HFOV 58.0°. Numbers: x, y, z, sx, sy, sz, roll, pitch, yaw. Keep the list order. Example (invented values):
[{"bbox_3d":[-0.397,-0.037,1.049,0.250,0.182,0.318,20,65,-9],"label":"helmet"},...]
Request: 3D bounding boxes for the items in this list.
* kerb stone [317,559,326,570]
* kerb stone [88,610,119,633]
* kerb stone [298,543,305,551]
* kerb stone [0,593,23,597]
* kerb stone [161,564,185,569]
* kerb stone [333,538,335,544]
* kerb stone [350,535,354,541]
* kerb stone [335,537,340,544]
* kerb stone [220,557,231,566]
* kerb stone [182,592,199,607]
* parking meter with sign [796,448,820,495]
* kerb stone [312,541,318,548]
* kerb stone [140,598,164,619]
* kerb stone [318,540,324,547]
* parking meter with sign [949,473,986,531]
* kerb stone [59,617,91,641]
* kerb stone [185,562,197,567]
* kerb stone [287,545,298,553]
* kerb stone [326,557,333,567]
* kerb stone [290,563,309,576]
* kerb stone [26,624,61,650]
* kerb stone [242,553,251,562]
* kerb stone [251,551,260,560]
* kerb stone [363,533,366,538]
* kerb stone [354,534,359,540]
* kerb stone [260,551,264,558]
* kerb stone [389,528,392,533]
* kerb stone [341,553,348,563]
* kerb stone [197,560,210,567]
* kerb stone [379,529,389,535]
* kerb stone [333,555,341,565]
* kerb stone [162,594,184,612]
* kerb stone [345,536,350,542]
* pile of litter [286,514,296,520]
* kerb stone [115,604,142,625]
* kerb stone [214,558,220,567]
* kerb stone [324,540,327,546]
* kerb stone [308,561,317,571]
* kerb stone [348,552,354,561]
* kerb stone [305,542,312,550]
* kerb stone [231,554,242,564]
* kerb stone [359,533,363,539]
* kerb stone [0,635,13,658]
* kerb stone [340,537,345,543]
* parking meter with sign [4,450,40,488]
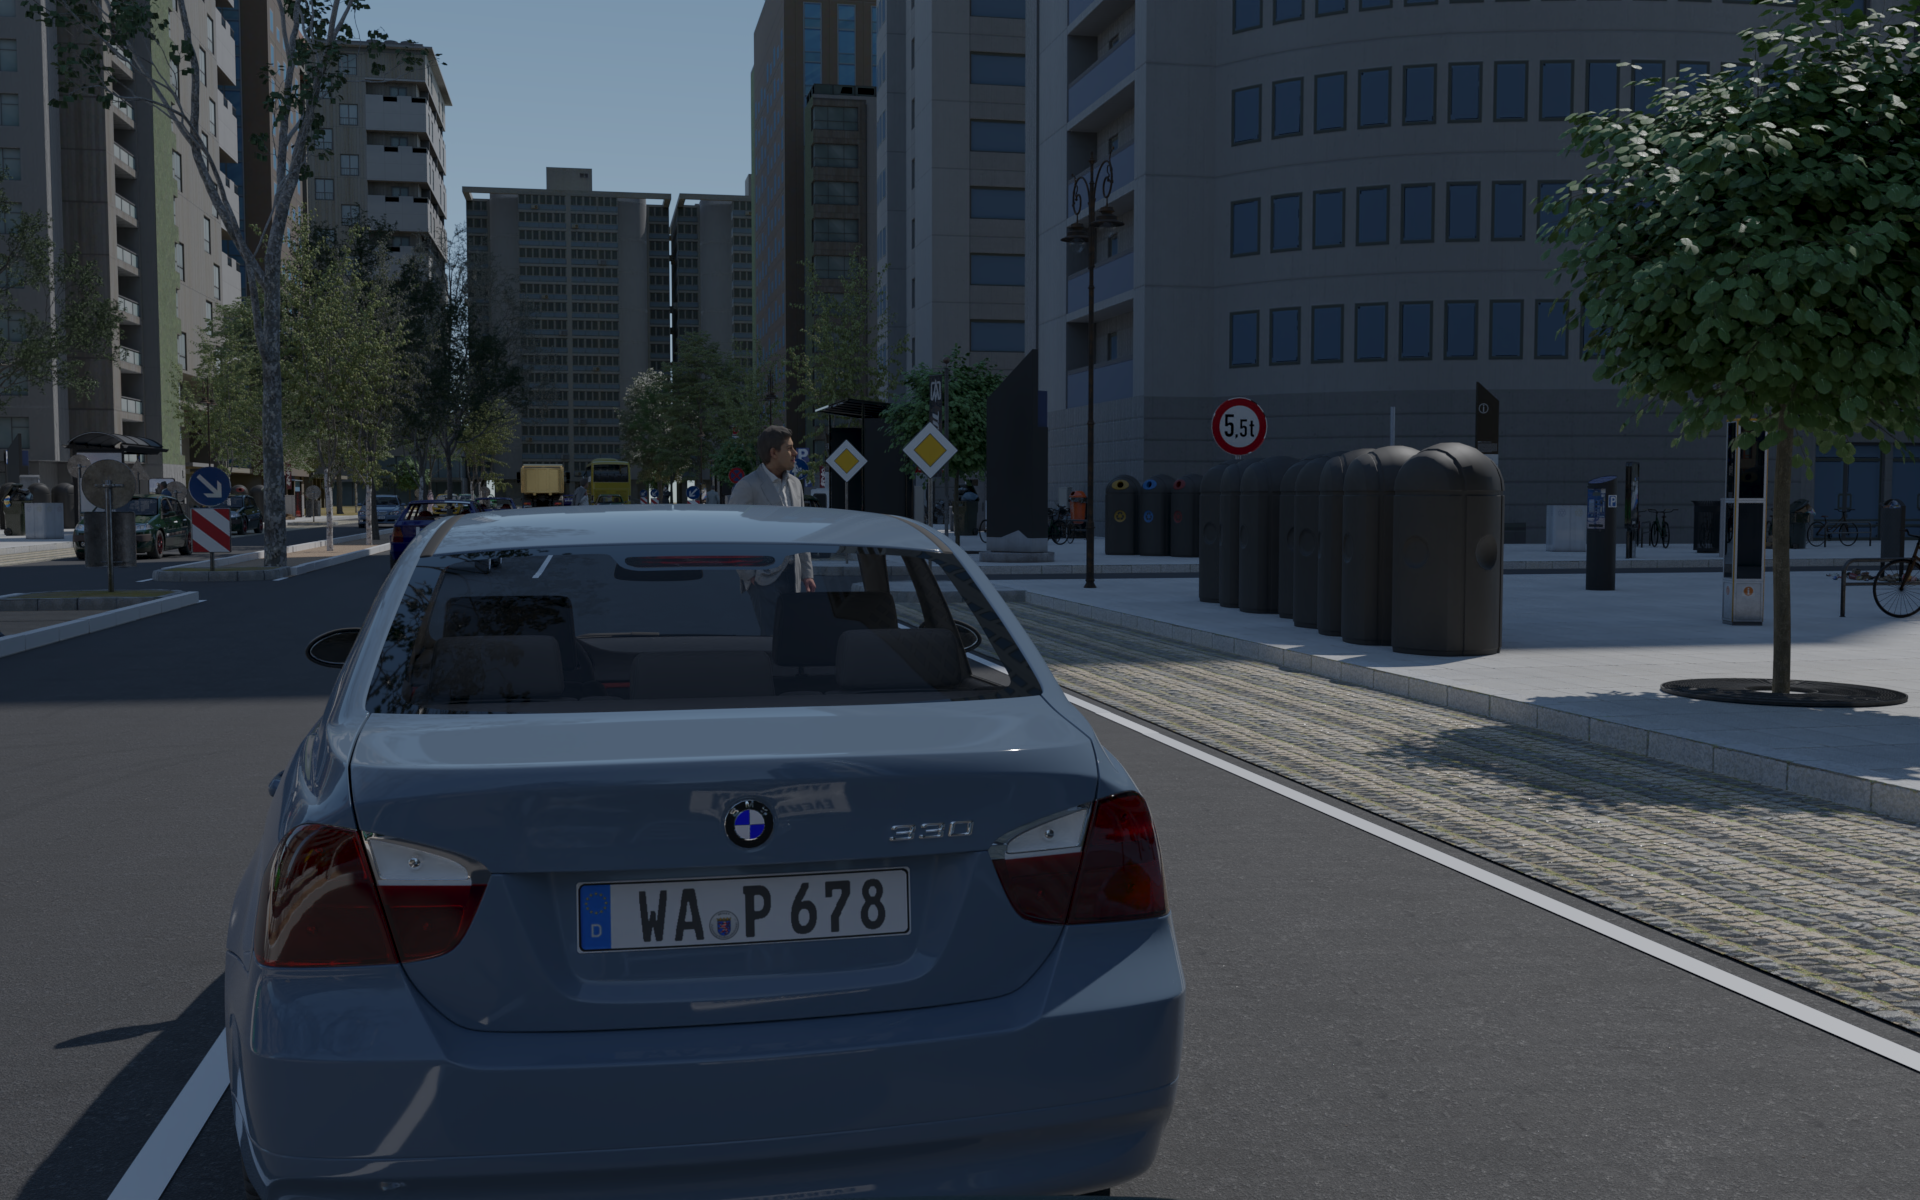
[{"bbox_3d":[-12.245,-0.655,32.912,0.120,0.150,1.000,-1,4,-12],"label":"kerb stone"},{"bbox_3d":[-9.125,0.240,18.314,0.120,0.150,1.000,-1,4,-12],"label":"kerb stone"},{"bbox_3d":[-16.641,-1.301,43.474,0.120,0.150,1.000,-1,4,-12],"label":"kerb stone"},{"bbox_3d":[-12.049,0.017,21.919,0.120,0.150,1.000,-1,4,-12],"label":"kerb stone"},{"bbox_3d":[-13.866,-0.505,30.468,0.120,0.150,1.000,-1,4,-12],"label":"kerb stone"},{"bbox_3d":[-17.716,-1.608,48.491,0.120,0.150,1.000,-1,4,-12],"label":"kerb stone"},{"bbox_3d":[-18.565,-1.852,52.492,0.120,0.150,1.000,-1,4,-12],"label":"kerb stone"},{"bbox_3d":[-17.929,-1.669,49.491,0.120,0.150,1.000,-1,4,-12],"label":"kerb stone"},{"bbox_3d":[-14.721,-0.747,34.467,0.120,0.150,1.000,-1,4,-12],"label":"kerb stone"},{"bbox_3d":[-9.984,-0.005,22.318,0.120,0.150,1.000,-1,4,-12],"label":"kerb stone"},{"bbox_3d":[-5.647,-4.276,66.169,0.543,3.016,1.738,1,4,19],"label":"parking meter with sign"},{"bbox_3d":[-17.071,-1.424,45.481,0.120,0.150,1.000,-1,4,-12],"label":"kerb stone"},{"bbox_3d":[-9.555,0.115,20.319,0.120,0.150,1.000,-1,4,-12],"label":"kerb stone"},{"bbox_3d":[-17.287,-1.486,46.485,0.120,0.150,1.000,-1,4,-12],"label":"kerb stone"},{"bbox_3d":[0.511,-3.871,59.559,1.738,3.016,0.543,0,4,-7],"label":"parking meter with sign"},{"bbox_3d":[-8.914,0.306,17.307,0.120,0.150,1.000,-1,4,-12],"label":"kerb stone"},{"bbox_3d":[-14.083,-0.567,31.467,0.120,0.150,1.000,-1,4,-12],"label":"kerb stone"},{"bbox_3d":[-16.432,-1.238,42.468,0.120,0.150,1.000,-1,4,-12],"label":"kerb stone"},{"bbox_3d":[-12.463,-0.714,33.911,0.120,0.150,1.000,-1,4,-12],"label":"kerb stone"},{"bbox_3d":[-11.811,-0.526,30.907,0.120,0.150,1.000,-1,4,-12],"label":"kerb stone"},{"bbox_3d":[-8.701,0.365,16.307,0.120,0.150,1.000,-1,4,-12],"label":"kerb stone"},{"bbox_3d":[-15.153,-0.873,36.466,0.120,0.150,1.000,-1,4,-12],"label":"kerb stone"},{"bbox_3d":[-15.364,-0.934,37.466,0.120,0.150,1.000,-1,4,-12],"label":"kerb stone"},{"bbox_3d":[-19.203,-2.037,55.494,0.120,0.150,1.000,-1,4,-12],"label":"kerb stone"},{"bbox_3d":[-18.776,-1.914,53.493,0.120,0.150,1.000,-1,4,-12],"label":"kerb stone"},{"bbox_3d":[-15.574,-0.995,38.469,0.120,0.150,1.000,-1,4,-12],"label":"kerb stone"},{"bbox_3d":[-20.711,-2.463,62.520,0.120,0.150,1.000,-1,4,-12],"label":"kerb stone"},{"bbox_3d":[-12.884,-0.839,35.919,0.120,0.150,1.000,-1,4,-12],"label":"kerb stone"},{"bbox_3d":[-14.288,-0.628,32.469,0.120,0.150,1.000,-1,4,-12],"label":"kerb stone"},{"bbox_3d":[-20.498,-2.405,61.519,0.120,0.150,1.000,-1,4,-12],"label":"kerb stone"},{"bbox_3d":[-12.669,-0.775,34.916,0.120,0.150,1.000,-1,4,-12],"label":"kerb stone"},{"bbox_3d":[-9.767,0.054,21.319,0.120,0.150,1.000,-1,4,-12],"label":"kerb stone"},{"bbox_3d":[-18.358,-1.792,51.490,0.120,0.150,1.000,-1,4,-12],"label":"kerb stone"},{"bbox_3d":[-33.645,-4.429,86.378,1.176,0.858,1.719,0,4,7],"label":"pile of litter"},{"bbox_3d":[-9.340,0.176,19.313,0.120,0.150,1.000,-1,4,-12],"label":"kerb stone"},{"bbox_3d":[-14.510,-0.689,33.467,0.120,0.150,1.000,-1,4,-12],"label":"kerb stone"},{"bbox_3d":[-17.504,-1.544,47.484,0.120,0.150,1.000,-1,4,-12],"label":"kerb stone"},{"bbox_3d":[-12.040,-0.594,31.903,0.120,0.150,1.000,-1,4,-12],"label":"kerb stone"},{"bbox_3d":[-13.096,-0.901,36.924,0.120,0.150,1.000,-1,4,-12],"label":"kerb stone"},{"bbox_3d":[-16.856,-1.363,44.473,0.120,0.150,1.000,-1,4,-12],"label":"kerb stone"},{"bbox_3d":[-14.930,-0.804,35.469,0.120,0.150,1.000,-1,4,-12],"label":"kerb stone"},{"bbox_3d":[-18.999,-1.975,54.492,0.120,0.150,1.000,-1,4,-12],"label":"kerb stone"},{"bbox_3d":[-8.486,0.421,15.305,0.120,0.150,1.000,-1,4,-12],"label":"kerb stone"},{"bbox_3d":[-18.136,-1.731,50.492,0.120,0.150,1.000,-1,4,-12],"label":"kerb stone"},{"bbox_3d":[-37.213,-4.468,69.310,1.738,3.016,0.543,-2,4,-24],"label":"parking meter with sign"}]
